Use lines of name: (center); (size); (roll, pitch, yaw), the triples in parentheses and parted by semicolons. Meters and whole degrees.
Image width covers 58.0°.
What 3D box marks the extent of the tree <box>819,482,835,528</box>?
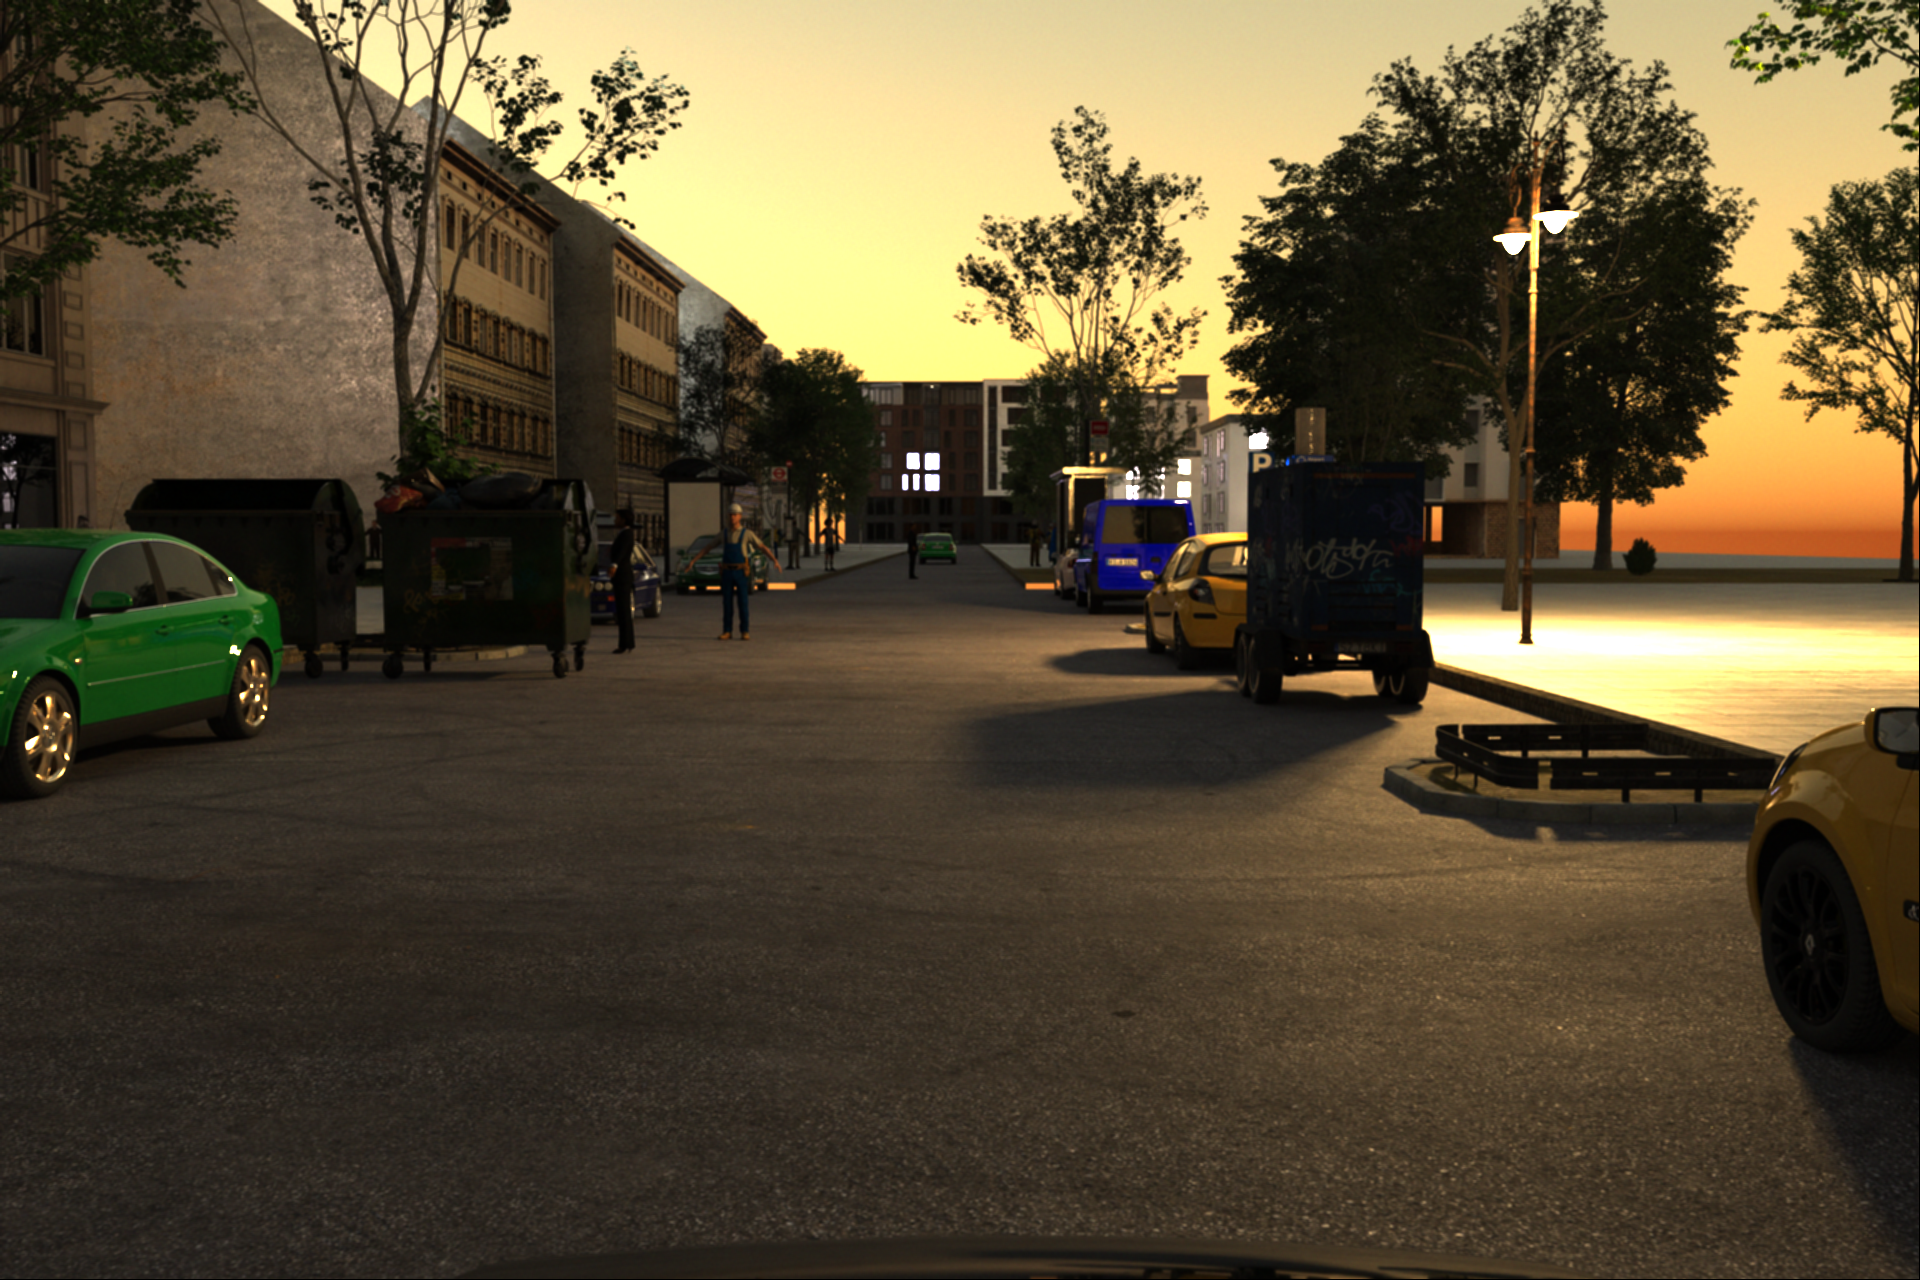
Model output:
tree: (-17.728, -17.911, 243.199); (4.360, 8.622, 3.978); (0, 3, 0)

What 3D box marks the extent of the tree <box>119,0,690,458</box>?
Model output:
tree: (-11.589, -10.964, 35.151); (12.611, 20.169, 13.585); (0, 3, 0)

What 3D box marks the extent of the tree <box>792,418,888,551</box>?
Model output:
tree: (-9.173, -12.428, 128.953); (9.928, 11.665, 9.643); (0, 3, 0)

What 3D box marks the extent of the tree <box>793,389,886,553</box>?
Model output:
tree: (-8.729, -11.706, 117.147); (9.928, 11.665, 9.643); (0, 3, 0)

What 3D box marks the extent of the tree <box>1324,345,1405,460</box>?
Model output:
tree: (14.422, -6.785, 61.297); (4.360, 8.622, 3.978); (0, 3, 0)

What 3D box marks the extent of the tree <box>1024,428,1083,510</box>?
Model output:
tree: (6.486, -9.996, 113.792); (4.737, 8.622, 4.395); (0, 3, 0)

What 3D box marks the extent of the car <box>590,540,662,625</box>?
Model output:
car: (-6.011, -0.967, 28.396); (1.945, 1.354, 3.894); (0, 3, 0)

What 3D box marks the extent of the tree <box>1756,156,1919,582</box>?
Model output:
tree: (25.697, -7.376, 46.348); (9.928, 11.665, 9.643); (0, 3, 0)

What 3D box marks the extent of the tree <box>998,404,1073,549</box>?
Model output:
tree: (6.737, -14.271, 151.455); (7.486, 12.596, 7.792); (0, 3, 0)

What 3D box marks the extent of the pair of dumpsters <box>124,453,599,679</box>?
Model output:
pair of dumpsters: (-5.999, -0.771, 17.563); (4.436, 2.255, 1.574); (0, 4, 1)

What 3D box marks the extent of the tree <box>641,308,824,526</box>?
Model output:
tree: (-9.153, -8.330, 70.611); (8.767, 10.594, 7.601); (2, 4, 24)

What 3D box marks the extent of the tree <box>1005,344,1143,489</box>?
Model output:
tree: (6.278, -10.363, 95.186); (9.928, 11.665, 9.643); (0, 3, 0)

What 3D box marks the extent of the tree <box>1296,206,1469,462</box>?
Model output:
tree: (9.303, -5.445, 39.392); (4.360, 8.622, 3.978); (0, 3, 0)

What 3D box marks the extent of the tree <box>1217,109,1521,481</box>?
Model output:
tree: (12.035, -8.891, 52.019); (9.857, 13.997, 8.962); (0, 3, 0)

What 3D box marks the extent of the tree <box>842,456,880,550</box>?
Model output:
tree: (-7.926, -11.717, 141.930); (4.360, 8.622, 3.978); (0, 3, 0)

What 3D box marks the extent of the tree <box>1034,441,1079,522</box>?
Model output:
tree: (6.816, -10.801, 126.966); (4.360, 8.622, 3.978); (0, 3, 0)

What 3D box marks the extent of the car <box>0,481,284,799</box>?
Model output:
car: (-5.820, -0.120, 10.765); (1.959, 1.807, 4.718); (0, 4, 0)

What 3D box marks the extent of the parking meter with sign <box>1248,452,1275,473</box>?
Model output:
parking meter with sign: (6.376, -2.423, 35.872); (0.543, 3.016, 1.738); (0, 3, 0)

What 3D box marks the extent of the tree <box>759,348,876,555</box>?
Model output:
tree: (-9.142, -11.501, 106.166); (7.486, 12.596, 7.792); (0, 3, 0)

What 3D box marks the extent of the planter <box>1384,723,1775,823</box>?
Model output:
planter: (3.426, 0.708, 9.557); (1.991, 0.319, 1.994); (0, 4, 0)

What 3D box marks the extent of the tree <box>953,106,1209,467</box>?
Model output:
tree: (5.380, -13.691, 79.730); (12.611, 20.169, 13.585); (0, 3, 0)

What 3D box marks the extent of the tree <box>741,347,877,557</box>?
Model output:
tree: (-8.276, -10.363, 95.187); (9.928, 11.665, 9.643); (0, 3, 0)

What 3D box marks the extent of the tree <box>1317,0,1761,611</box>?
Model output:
tree: (9.528, -5.772, 28.792); (7.601, 10.594, 8.767); (-2, 4, -25)

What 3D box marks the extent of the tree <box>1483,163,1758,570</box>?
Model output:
tree: (22.843, -9.457, 61.276); (9.857, 13.997, 8.962); (0, 3, 0)

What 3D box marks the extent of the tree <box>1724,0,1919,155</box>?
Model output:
tree: (8.769, -5.320, 12.739); (9.928, 11.665, 9.643); (0, 3, 0)

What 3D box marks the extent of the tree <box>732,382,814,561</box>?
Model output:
tree: (-8.910, -8.041, 81.829); (4.360, 8.622, 3.978); (0, 3, 0)

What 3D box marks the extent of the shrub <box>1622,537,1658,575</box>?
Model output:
shrub: (21.152, -2.615, 53.870); (1.383, 1.207, 1.383); (0, 3, 0)

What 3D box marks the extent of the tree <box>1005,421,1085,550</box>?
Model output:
tree: (7.292, -12.416, 137.421); (8.767, 10.594, 7.601); (3, 5, 45)

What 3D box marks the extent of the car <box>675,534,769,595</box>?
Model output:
car: (-5.782, -1.873, 42.426); (2.131, 1.459, 4.920); (0, 4, 0)

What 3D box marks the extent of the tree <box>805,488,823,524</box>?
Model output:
tree: (-22.214, -19.464, 236.364); (7.486, 12.596, 7.792); (0, 3, 0)

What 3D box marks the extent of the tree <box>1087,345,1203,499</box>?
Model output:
tree: (7.144, -7.208, 68.217); (4.737, 8.622, 4.395); (0, 3, 0)

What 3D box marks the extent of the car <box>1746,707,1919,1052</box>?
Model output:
car: (3.213, 0.402, 3.654); (2.015, 1.641, 3.980); (0, 4, -1)

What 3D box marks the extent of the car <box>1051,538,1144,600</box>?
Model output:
car: (3.138, -1.644, 39.236); (2.083, 1.381, 4.827); (0, 4, 0)

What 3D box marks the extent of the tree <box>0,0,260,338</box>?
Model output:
tree: (-12.449, -5.801, 20.603); (9.928, 11.665, 9.643); (0, 3, 0)
